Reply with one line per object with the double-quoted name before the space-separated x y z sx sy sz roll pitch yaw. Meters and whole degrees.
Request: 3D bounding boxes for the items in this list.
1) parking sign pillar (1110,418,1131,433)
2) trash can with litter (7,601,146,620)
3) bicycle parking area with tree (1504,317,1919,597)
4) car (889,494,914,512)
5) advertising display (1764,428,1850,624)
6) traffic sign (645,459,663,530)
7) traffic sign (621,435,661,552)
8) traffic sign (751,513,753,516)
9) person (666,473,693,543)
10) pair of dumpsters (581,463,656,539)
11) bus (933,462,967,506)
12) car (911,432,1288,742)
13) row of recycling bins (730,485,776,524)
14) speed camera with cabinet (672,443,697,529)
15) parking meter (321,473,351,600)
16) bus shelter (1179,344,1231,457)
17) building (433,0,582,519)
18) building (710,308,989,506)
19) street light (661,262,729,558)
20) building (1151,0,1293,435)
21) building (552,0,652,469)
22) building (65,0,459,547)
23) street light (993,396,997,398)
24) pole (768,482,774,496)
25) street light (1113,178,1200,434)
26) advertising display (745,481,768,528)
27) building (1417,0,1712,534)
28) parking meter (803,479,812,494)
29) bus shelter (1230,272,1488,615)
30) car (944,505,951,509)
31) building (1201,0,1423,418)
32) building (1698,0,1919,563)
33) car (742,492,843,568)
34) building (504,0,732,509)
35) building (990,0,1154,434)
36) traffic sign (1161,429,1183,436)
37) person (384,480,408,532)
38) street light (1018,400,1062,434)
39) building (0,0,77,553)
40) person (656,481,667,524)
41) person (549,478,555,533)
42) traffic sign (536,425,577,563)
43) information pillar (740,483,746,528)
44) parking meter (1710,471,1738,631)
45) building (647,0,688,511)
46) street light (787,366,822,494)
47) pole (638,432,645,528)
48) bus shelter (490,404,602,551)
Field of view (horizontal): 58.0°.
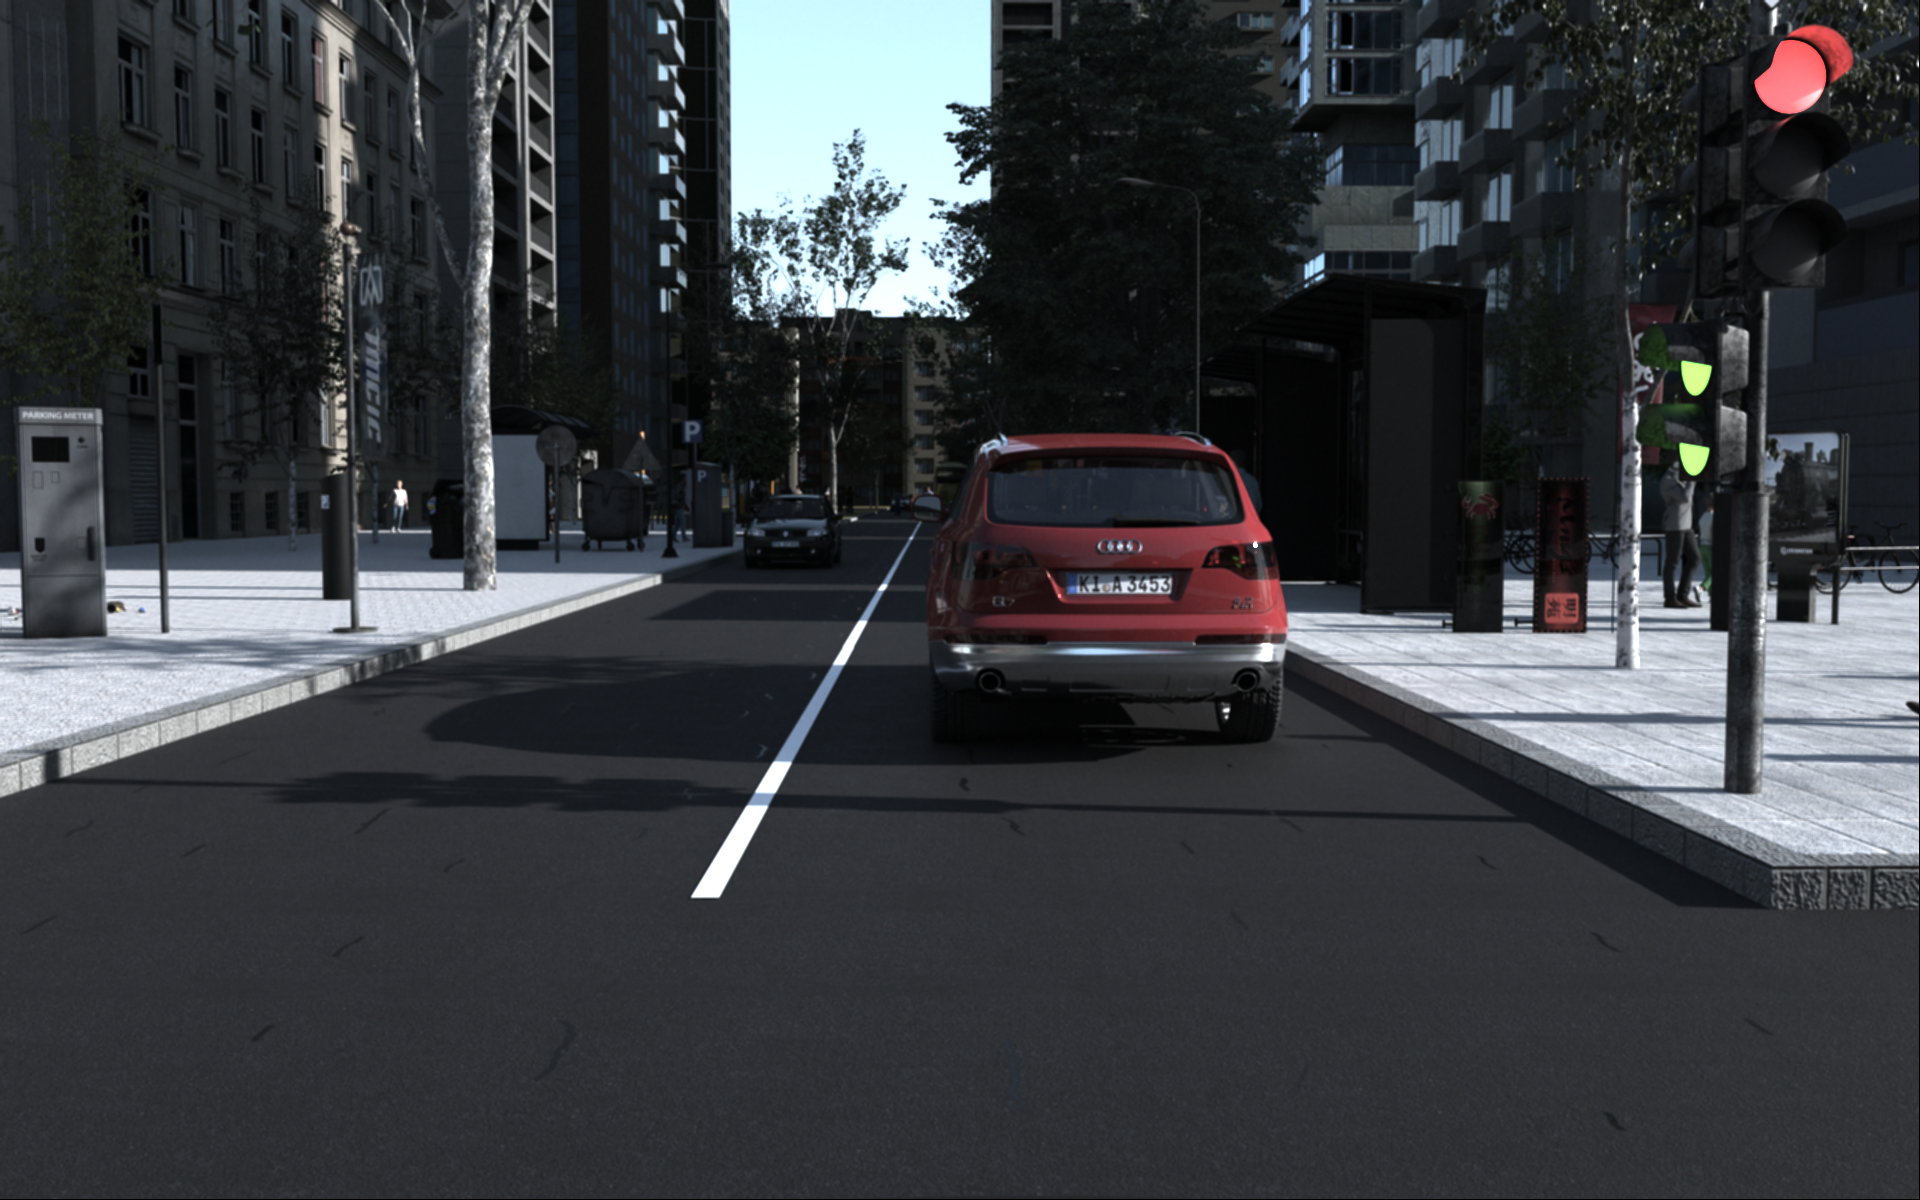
"parking sign pillar" 5.046 -4.100 55.507 1.447 3.967 1.447 2 4 24
"trash can with litter" -9.615 -0.453 18.467 1.678 1.210 2.233 0 4 -7
"bicycle parking area with tree" 12.579 -2.374 25.815 9.016 4.147 8.231 0 4 -6
"car" -4.745 -7.985 140.342 2.009 1.686 4.222 0 4 -1
"advertising display" 8.420 -0.745 17.395 0.123 1.923 0.974 -2 4 -29
"traffic sign" -10.933 -3.753 61.460 0.768 2.556 0.104 0 4 7
"traffic sign" -7.047 -2.340 38.260 0.884 2.594 0.081 0 3 0
"traffic sign" -8.337 -4.229 69.244 0.768 2.556 0.104 0 4 1
"person" -7.296 -2.409 45.412 0.713 1.824 0.794 1 4 16
"pair of dumpsters" -10.030 -2.965 50.969 1.574 2.255 4.437 0 4 -1
"bus" -0.637 -8.647 132.919 2.896 3.916 12.252 0 4 -1
"car" 0.806 -0.177 11.571 2.281 1.827 5.304 0 4 -1
"row of recycling bins" -9.051 -4.220 76.110 1.069 1.692 3.534 1 4 19
"speed camera with cabinet" -10.138 -4.240 63.665 0.660 3.252 2.038 -2 4 -28
"parking meter" -7.567 -0.774 21.069 0.372 1.533 0.369 0 3 0
"bus shelter" 5.061 -2.365 29.952 1.731 3.624 6.357 0 4 -1
"building" -30.861 -40.002 92.292 20.563 71.187 20.611 0 4 -1
"building" -11.638 -21.323 193.673 28.899 21.520 27.650 0 4 -1
"street light" -5.328 -3.813 34.876 1.470 5.913 1.316 0 4 -1
"building" 26.746 -31.168 133.291 21.300 48.544 21.600 0 4 -1
"building" -28.041 -28.186 110.954 14.600 45.320 14.200 0 4 -1
"building" -28.170 -13.599 55.635 16.112 22.955 30.059 0 4 -1
"street light" 2.236 -6.687 81.872 1.470 5.913 1.316 0 4 -1
"pole" -6.231 -3.861 56.965 0.158 3.312 0.155 0 3 0
"street light" 2.957 -3.249 25.657 1.470 5.913 1.316 0 4 -1
"advertising display" -7.594 -3.661 65.068 0.974 1.923 0.123 -1 4 -15
"building" 30.978 -27.364 67.010 23.786 49.044 30.456 0 4 -1
"parking meter" -5.809 -3.693 66.093 0.255 1.863 0.399 1 4 18
"bus shelter" 4.778 -1.848 21.499 1.731 3.624 6.357 0 4 -1
"car" 0.594 -2.664 52.599 2.155 1.783 4.494 0 4 0
"building" 28.279 -48.505 105.730 22.319 86.520 31.000 0 4 -1
"building" 31.743 -29.912 31.064 28.212 58.520 21.231 0 4 -1
"car" -3.330 -1.535 34.889 2.009 1.686 4.222 0 4 0
"building" -36.348 -45.900 188.713 20.611 71.187 20.563 0 4 -1
"building" 13.809 -45.910 188.874 20.611 71.187 20.563 0 4 -1
"traffic sign" 4.211 -2.085 34.191 0.768 2.556 0.104 0 4 6
"person" -18.938 -3.139 58.038 0.731 1.740 0.598 -2 4 -35
"street light" 2.557 -4.942 53.337 1.470 5.913 1.316 0 4 -1
"building" -26.499 -12.961 29.935 12.078 24.808 19.932 0 4 -1
"person" -12.751 -4.187 74.300 0.655 1.846 0.447 2 4 30
"person" -13.462 -3.079 56.473 0.778 1.811 0.616 -1 4 -20
"traffic sign" -7.499 -1.962 32.183 0.768 2.556 0.104 0 4 2
"information pillar" -8.326 -4.584 66.301 0.183 3.616 0.504 0 4 6
"parking meter" 7.264 -0.642 16.202 0.255 1.863 0.399 -1 4 -16
"building" -36.787 -31.316 131.627 30.456 49.044 23.786 0 4 -1
"street light" -5.720 -5.530 62.950 1.470 5.913 1.316 0 4 -1
"pole" -10.416 -3.841 56.652 0.158 3.312 0.155 0 3 0
"bus shelter" -10.164 -2.927 41.780 2.014 3.302 5.546 0 4 -1
